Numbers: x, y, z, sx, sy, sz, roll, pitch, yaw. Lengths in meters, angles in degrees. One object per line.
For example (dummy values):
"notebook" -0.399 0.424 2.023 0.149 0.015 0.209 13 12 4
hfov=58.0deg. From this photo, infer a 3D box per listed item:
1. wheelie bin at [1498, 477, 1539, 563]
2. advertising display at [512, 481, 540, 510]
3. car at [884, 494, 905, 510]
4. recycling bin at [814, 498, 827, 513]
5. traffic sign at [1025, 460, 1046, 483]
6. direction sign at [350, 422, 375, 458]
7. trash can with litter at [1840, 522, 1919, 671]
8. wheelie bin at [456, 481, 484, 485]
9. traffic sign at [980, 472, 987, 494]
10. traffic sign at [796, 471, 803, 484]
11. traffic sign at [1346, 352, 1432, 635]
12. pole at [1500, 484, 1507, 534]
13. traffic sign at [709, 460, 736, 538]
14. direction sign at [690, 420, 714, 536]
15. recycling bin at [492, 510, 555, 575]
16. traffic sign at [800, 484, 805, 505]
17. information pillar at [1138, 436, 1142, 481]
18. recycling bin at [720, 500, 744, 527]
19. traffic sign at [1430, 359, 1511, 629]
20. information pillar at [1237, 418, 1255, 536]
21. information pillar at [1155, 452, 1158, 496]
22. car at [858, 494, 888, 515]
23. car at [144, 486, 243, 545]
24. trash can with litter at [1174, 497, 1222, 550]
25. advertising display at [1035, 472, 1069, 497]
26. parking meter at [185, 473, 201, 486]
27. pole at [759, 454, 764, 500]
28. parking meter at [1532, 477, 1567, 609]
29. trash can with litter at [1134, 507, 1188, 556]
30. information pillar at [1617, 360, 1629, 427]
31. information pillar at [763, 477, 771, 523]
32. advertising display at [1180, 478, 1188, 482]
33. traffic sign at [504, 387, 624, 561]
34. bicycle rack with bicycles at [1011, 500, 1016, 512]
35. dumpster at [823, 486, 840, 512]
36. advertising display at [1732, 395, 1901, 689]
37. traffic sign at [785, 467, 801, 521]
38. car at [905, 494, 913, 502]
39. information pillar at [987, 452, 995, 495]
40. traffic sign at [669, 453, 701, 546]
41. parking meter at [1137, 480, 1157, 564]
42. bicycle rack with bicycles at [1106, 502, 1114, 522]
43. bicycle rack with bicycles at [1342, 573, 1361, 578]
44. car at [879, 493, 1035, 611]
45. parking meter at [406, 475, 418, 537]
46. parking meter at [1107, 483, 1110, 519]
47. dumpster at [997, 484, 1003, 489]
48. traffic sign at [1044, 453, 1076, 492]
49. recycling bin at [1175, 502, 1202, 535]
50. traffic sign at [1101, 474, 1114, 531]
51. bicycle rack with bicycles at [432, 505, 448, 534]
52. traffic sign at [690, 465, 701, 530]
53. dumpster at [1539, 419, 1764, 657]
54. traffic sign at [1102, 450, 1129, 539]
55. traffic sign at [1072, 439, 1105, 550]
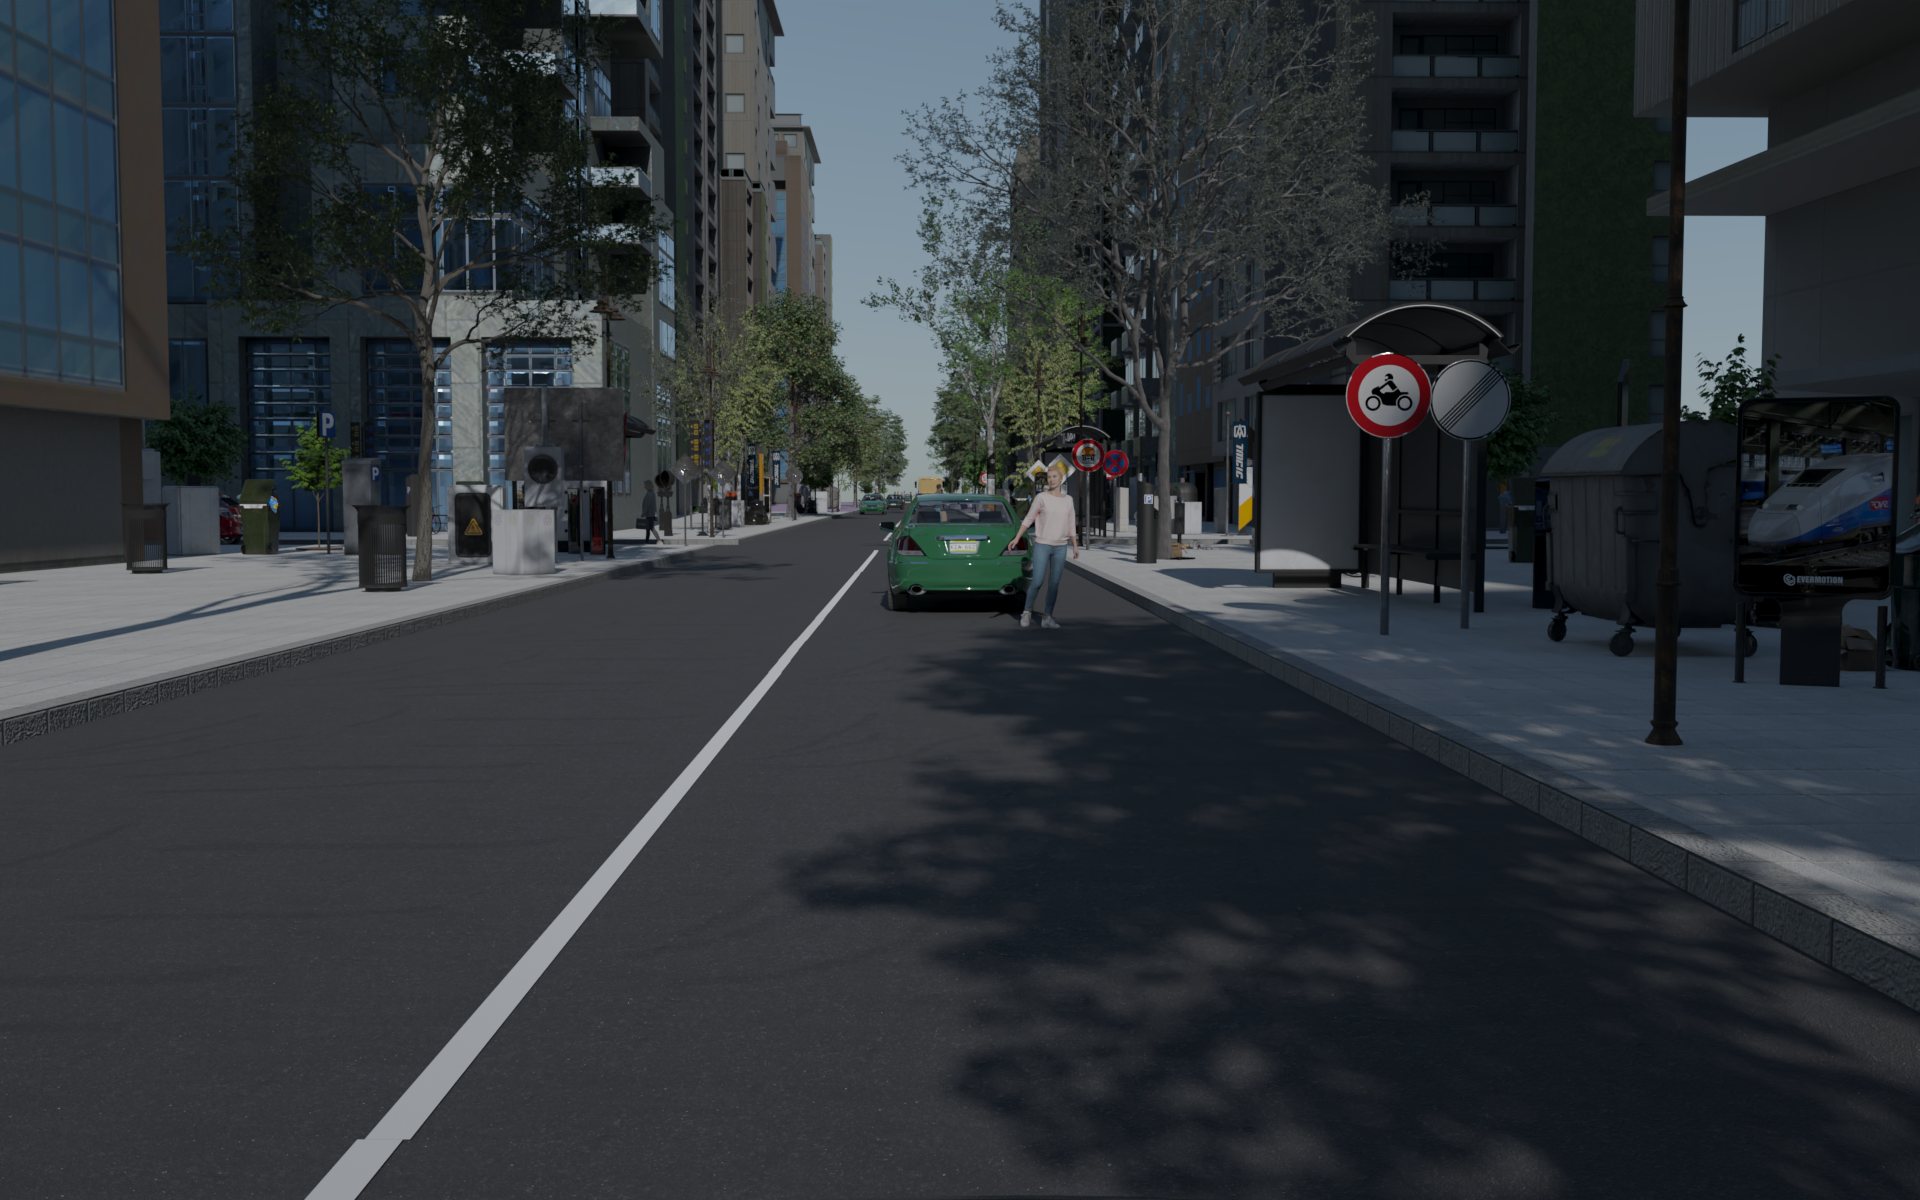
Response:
"wheelie bin" 10.590 -1.503 32.480 0.980 1.594 0.693 0 4 7
"advertising display" -10.470 -2.241 41.858 0.123 1.923 0.974 1 4 23
"car" -6.102 -9.251 161.040 2.009 1.686 4.222 0 4 1
"recycling bin" -9.356 -6.341 116.221 0.722 1.027 0.722 -1 4 -16
"traffic sign" 2.295 -2.871 50.583 0.795 2.450 0.064 0 4 -1
"direction sign" -18.794 -3.825 54.537 0.876 3.537 0.379 1 4 19
"trash can with litter" 6.838 -0.073 12.588 1.055 1.170 0.624 0 4 -3
"wheelie bin" -11.924 -2.089 42.060 0.980 1.594 0.693 -1 4 -15
"traffic sign" 1.522 -6.028 98.662 0.768 2.556 0.104 0 4 4
"traffic sign" -8.267 -5.313 86.967 0.768 2.556 0.104 0 4 1
"traffic sign" 3.868 -0.954 15.705 0.768 2.556 0.104 0 4 4
"pole" 17.545 -3.794 55.883 0.158 3.312 0.155 0 3 0
"traffic sign" -6.898 -2.861 50.412 0.795 2.450 0.064 0 4 -1
"direction sign" -7.884 -3.729 52.967 0.876 3.537 0.379 2 4 26
"recycling bin" -6.986 -0.928 27.735 0.722 1.027 0.722 3 4 36
"traffic sign" -10.384 -7.070 115.695 0.768 2.556 0.104 0 4 7
"information pillar" 7.239 -4.789 69.656 0.183 3.616 0.504 0 4 -4
"recycling bin" -8.964 -3.395 68.062 0.722 1.027 0.722 2 4 35
"traffic sign" 4.814 -0.999 16.442 0.768 2.556 0.104 0 4 0
"information pillar" 8.819 -3.791 53.344 0.504 3.616 0.183 0 4 -3
"information pillar" 9.604 -5.599 82.900 0.504 3.616 0.183 1 4 18
"car" -6.084 -6.702 121.378 2.131 1.459 4.920 0 4 -1
"car" -21.286 -2.269 46.131 4.494 1.783 2.155 0 4 -1
"trash can with litter" 5.265 -1.826 40.917 1.678 1.210 2.233 0 4 3
"advertising display" 2.667 -2.763 50.386 0.974 1.923 0.123 0 4 -2
"parking meter" -21.833 -2.670 49.359 0.255 1.863 0.399 3 5 44
"pole" -10.015 -5.724 87.435 0.158 3.312 0.155 0 3 0
"parking meter" 6.631 -0.674 19.429 0.372 1.533 0.369 0 3 0
"trash can with litter" 4.108 -1.472 35.449 1.055 1.170 0.624 0 4 -1
"information pillar" 11.496 -2.370 30.102 0.183 3.616 0.504 2 4 33
"information pillar" -8.504 -4.403 76.474 0.304 2.012 0.304 0 4 5
"advertising display" 8.965 -3.928 69.443 0.123 1.923 0.974 0 4 -3
"traffic sign" -7.552 -2.396 33.045 2.265 3.308 0.079 0 3 0
"bicycle rack with bicycles" 3.128 -5.452 102.528 2.925 0.926 2.852 -1 4 -12
"dumpster" -9.177 -7.175 123.077 1.264 1.857 1.865 0 4 -1
"advertising display" 5.693 -0.388 11.554 0.974 1.923 0.123 2 4 25
"traffic sign" -7.932 -5.028 82.309 0.768 2.556 0.104 0 4 5
"car" -8.714 -16.606 283.311 2.131 1.459 4.920 0 4 -2
"information pillar" 1.705 -6.309 94.499 0.504 3.616 0.183 0 4 -4
"traffic sign" -6.731 -2.372 42.429 0.795 2.450 0.064 0 4 -1
"parking meter" 3.455 -1.443 32.009 0.372 1.533 0.369 0 3 0
"bicycle rack with bicycles" 6.347 -3.973 78.345 2.852 0.926 2.925 -3 4 -39
"bicycle rack with bicycles" 6.603 -0.833 27.003 2.925 0.926 2.852 1 4 13
"car" -0.012 -0.666 22.687 2.131 1.459 4.920 0 4 -1
"parking meter" -16.457 -2.836 52.085 0.255 1.863 0.399 -3 5 -45
"parking meter" 7.582 -5.149 89.895 0.399 1.863 0.255 -2 4 -35
"dumpster" 2.872 -7.411 123.671 1.502 2.255 1.985 0 4 -1
"traffic sign" 2.461 -2.383 42.599 0.795 2.450 0.064 0 4 -1
"recycling bin" 7.190 -2.569 54.550 0.722 1.027 0.722 0 4 -3
"traffic sign" 4.936 -3.695 60.420 0.884 2.594 0.081 0 4 3
"bicycle rack with bicycles" -16.025 -2.621 56.229 2.852 0.926 2.925 -3 4 -39
"traffic sign" -9.604 -3.773 61.801 0.768 2.556 0.104 0 4 4
"dumpster" 5.711 -0.523 14.308 1.264 1.857 1.865 0 4 -1
"traffic sign" 4.462 -3.042 49.847 0.768 2.556 0.104 0 4 5
"traffic sign" 2.950 -2.435 39.911 0.768 2.556 0.104 0 4 1
